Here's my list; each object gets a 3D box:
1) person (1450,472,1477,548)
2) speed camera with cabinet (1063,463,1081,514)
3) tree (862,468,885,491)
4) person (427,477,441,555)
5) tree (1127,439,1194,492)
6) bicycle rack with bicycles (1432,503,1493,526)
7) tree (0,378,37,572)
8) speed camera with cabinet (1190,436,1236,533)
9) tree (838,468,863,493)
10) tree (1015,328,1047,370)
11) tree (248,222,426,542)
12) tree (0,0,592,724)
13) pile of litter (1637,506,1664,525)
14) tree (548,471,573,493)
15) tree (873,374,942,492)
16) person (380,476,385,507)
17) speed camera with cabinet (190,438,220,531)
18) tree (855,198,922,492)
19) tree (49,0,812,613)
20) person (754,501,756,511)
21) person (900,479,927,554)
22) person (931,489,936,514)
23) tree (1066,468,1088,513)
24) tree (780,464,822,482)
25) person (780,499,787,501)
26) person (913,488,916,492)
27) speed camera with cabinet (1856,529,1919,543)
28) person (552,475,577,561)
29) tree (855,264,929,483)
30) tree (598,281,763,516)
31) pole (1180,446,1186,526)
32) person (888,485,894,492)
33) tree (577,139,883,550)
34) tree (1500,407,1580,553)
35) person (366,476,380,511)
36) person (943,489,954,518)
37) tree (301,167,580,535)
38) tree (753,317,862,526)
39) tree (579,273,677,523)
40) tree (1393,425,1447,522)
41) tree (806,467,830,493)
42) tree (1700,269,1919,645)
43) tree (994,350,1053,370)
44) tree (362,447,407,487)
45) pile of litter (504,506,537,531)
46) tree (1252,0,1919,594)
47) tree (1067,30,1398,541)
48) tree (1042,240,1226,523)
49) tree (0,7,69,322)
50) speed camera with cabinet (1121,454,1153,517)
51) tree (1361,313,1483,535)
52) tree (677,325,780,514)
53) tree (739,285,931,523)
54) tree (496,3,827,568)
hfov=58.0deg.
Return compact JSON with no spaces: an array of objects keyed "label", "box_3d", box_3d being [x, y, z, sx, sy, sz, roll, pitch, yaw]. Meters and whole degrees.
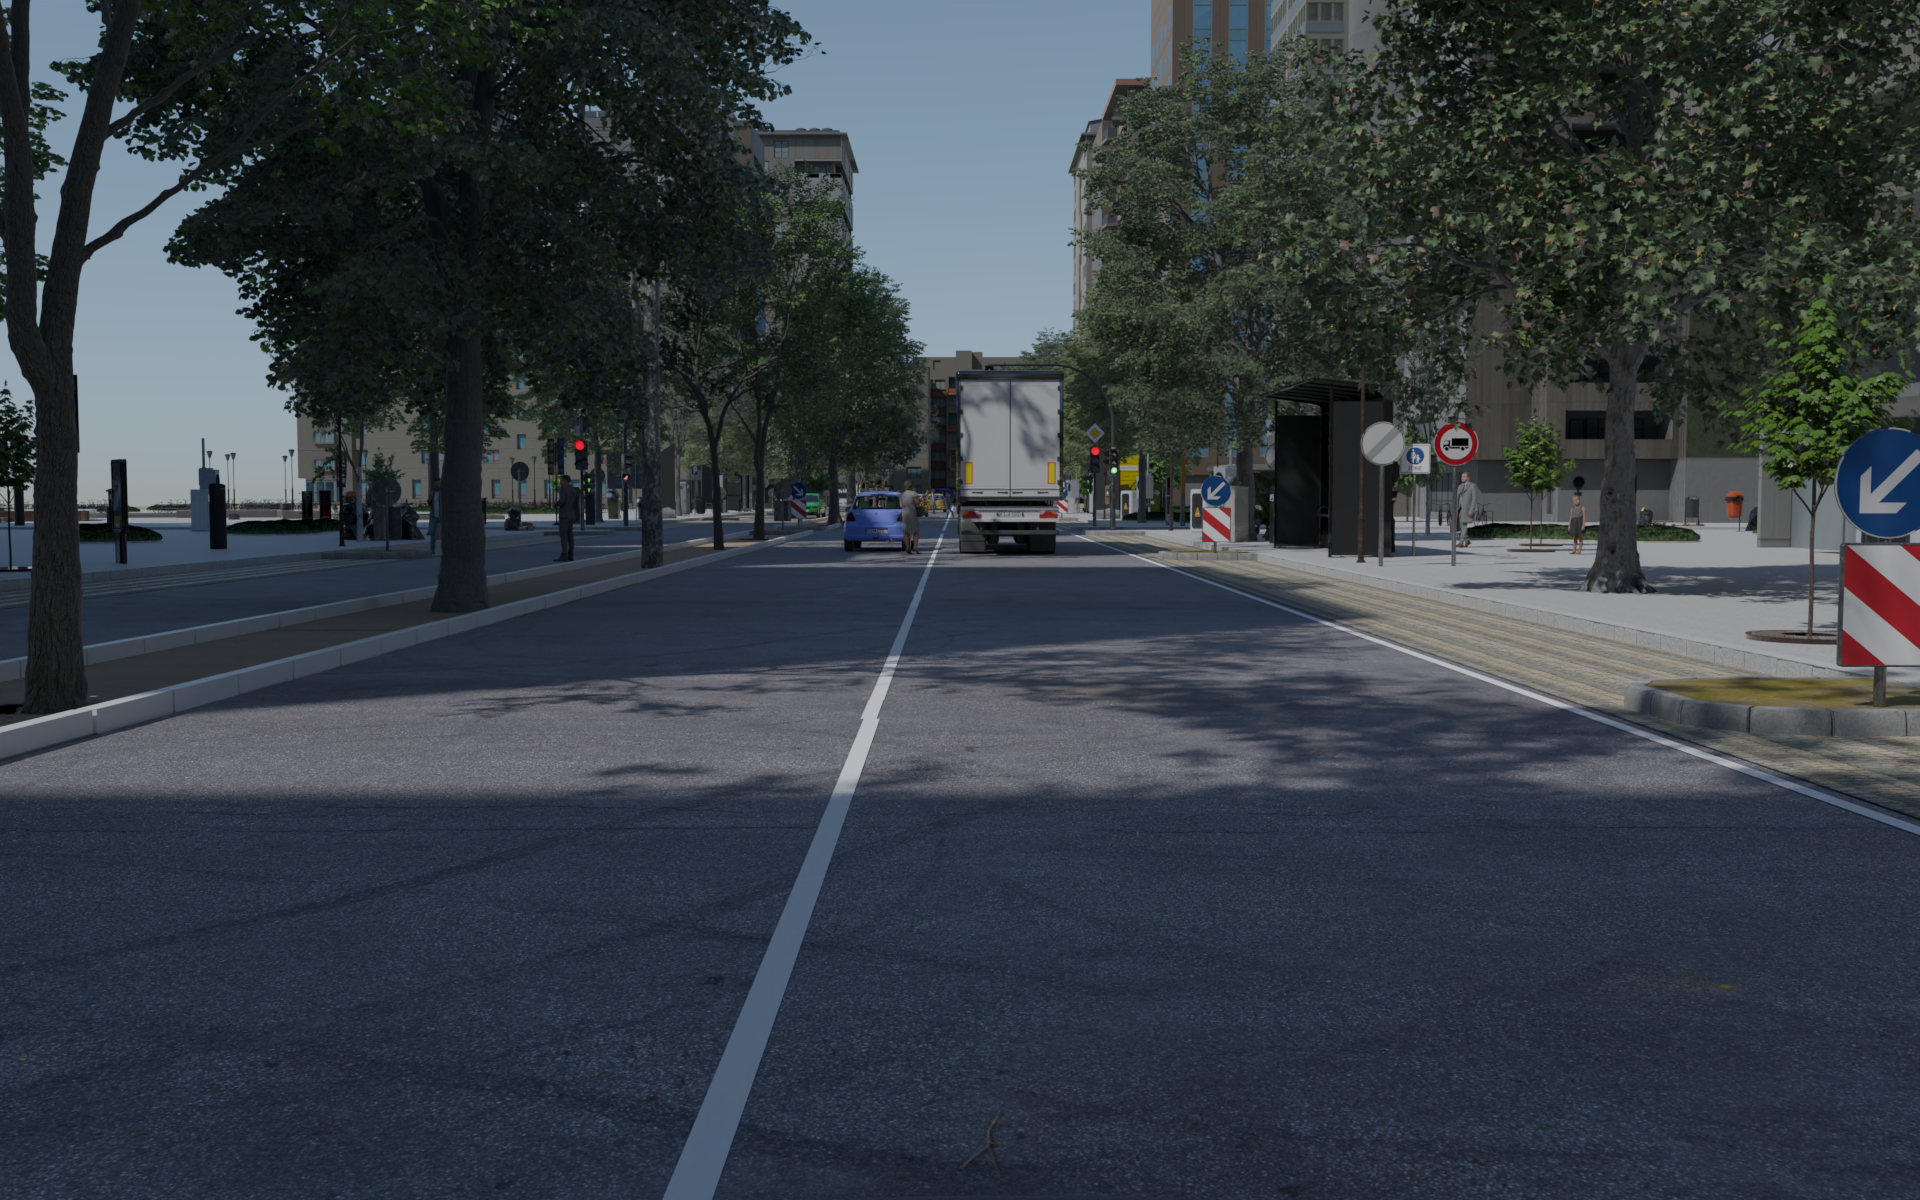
[{"label":"person","box_3d":[12.045,-2.160,41.462,0.767,1.812,0.694,-2,4,-30]},{"label":"speed camera with cabinet","box_3d":[7.196,-7.213,112.266,0.660,3.252,2.038,-1,4,-11]},{"label":"tree","box_3d":[-6.184,-9.305,104.958,4.737,8.622,4.395,0,3,0]},{"label":"person","box_3d":[-12.032,-1.935,40.128,0.794,1.824,0.713,3,4,38]},{"label":"tree","box_3d":[10.845,-6.993,98.049,4.285,4.588,4.351,0,3,0]},{"label":"bicycle rack with bicycles","box_3d":[20.119,-3.420,69.293,2.852,0.926,2.925,2,4,26]},{"label":"tree","box_3d":[-15.793,-2.102,28.962,1.663,3.219,1.824,0,3,0]},{"label":"speed camera with cabinet","box_3d":[8.396,-3.847,57.228,0.660,3.252,2.038,-2,4,-25]},{"label":"tree","box_3d":[-6.490,-9.720,111.746,4.360,8.622,3.978,0,3,0]},{"label":"tree","box_3d":[7.205,-13.598,128.985,9.857,13.997,8.962,0,3,0]},{"label":"tree","box_3d":[-16.253,-5.849,45.997,4.360,8.622,3.978,0,3,0]},{"label":"tree","box_3d":[-5.820,-5.056,10.876,9.928,11.665,9.643,0,3,0]},{"label":"pile of litter","box_3d":[23.851,-2.786,59.520,1.176,0.858,1.719,3,5,44]},{"label":"tree","box_3d":[-28.774,-7.929,124.247,1.663,3.219,1.824,0,3,0]},{"label":"tree","box_3d":[-6.391,-13.275,129.876,12.009,13.543,11.850,0,3,0]},{"label":"person","box_3d":[-18.193,-2.964,54.316,0.447,1.846,0.655,0,4,8]},{"label":"speed camera with cabinet","box_3d":[-26.352,-4.046,60.483,0.660,3.252,2.038,-1,4,-12]},{"label":"tree","box_3d":[-6.112,-7.641,53.140,9.928,11.665,9.643,0,3,0]},{"label":"tree","box_3d":[-6.091,-6.830,20.777,9.857,13.997,8.962,0,3,0]},{"label":"person","box_3d":[-13.060,-6.339,112.237,0.694,1.812,0.767,2,4,32]},{"label":"person","box_3d":[-1.069,-1.989,41.384,0.716,1.782,0.532,2,4,33]},{"label":"person","box_3d":[-1.912,-7.231,126.741,0.388,1.821,0.555,-1,4,-10]},{"label":"tree","box_3d":[8.059,-7.598,118.824,1.663,3.219,1.824,0,3,0]},{"label":"tree","box_3d":[-16.671,-13.652,141.335,7.486,12.596,7.792,0,3,0]},{"label":"person","box_3d":[-10.978,-6.144,108.834,0.818,1.842,0.514,-1,4,-12]},{"label":"person","box_3d":[-3.103,-6.636,117.096,0.616,1.811,0.778,3,5,43]},{"label":"speed camera with cabinet","box_3d":[7.449,-1.129,12.788,0.660,3.252,2.038,0,4,-2]},{"label":"person","box_3d":[-8.490,-1.757,37.027,0.447,1.846,0.655,1,4,15]},{"label":"tree","box_3d":[-6.147,-11.466,96.579,9.857,13.997,8.962,0,3,0]},{"label":"tree","box_3d":[-16.339,-11.599,100.006,12.009,13.543,11.850,0,3,0]},{"label":"pole","box_3d":[8.963,-4.636,69.645,0.158,3.312,0.155,0,3,0]},{"label":"person","box_3d":[-2.981,-4.045,74.812,0.419,1.800,0.721,-1,4,-18]},{"label":"tree","box_3d":[-6.110,-6.557,44.082,8.767,10.594,7.601,0,3,0]},{"label":"tree","box_3d":[12.826,-2.679,38.401,1.663,3.219,1.824,0,3,0]},{"label":"person","box_3d":[-17.594,-2.812,52.117,0.850,1.850,0.679,-1,4,-18]},{"label":"person","box_3d":[-0.694,-5.811,104.348,0.643,1.720,0.563,2,4,34]},{"label":"tree","box_3d":[-16.625,-8.307,53.953,7.486,12.596,7.792,0,3,0]},{"label":"tree","box_3d":[-6.391,-7.142,69.586,4.737,8.622,4.395,0,3,0]},{"label":"tree","box_3d":[-16.651,-9.744,77.438,7.486,12.596,7.792,0,3,0]},{"label":"tree","box_3d":[20.597,-5.882,79.886,4.285,4.588,4.351,0,3,0]},{"label":"tree","box_3d":[-16.280,-13.224,199.920,4.285,4.588,4.351,0,3,0]},{"label":"tree","box_3d":[7.460,-1.248,15.000,1.663,3.219,1.824,0,3,0]},{"label":"tree","box_3d":[9.025,-22.269,219.981,12.611,20.169,13.585,0,3,0]},{"label":"tree","box_3d":[-23.684,-4.648,70.591,1.663,3.219,1.824,0,3,0]},{"label":"pile of litter","box_3d":[-15.430,-2.874,60.949,1.176,0.858,1.719,1,4,18]},{"label":"tree","box_3d":[8.609,-6.437,22.247,9.611,12.733,9.660,0,3,0]},{"label":"tree","box_3d":[7.690,-8.582,46.978,9.857,13.997,8.962,0,3,0]},{"label":"tree","box_3d":[7.770,-9.735,77.295,7.486,12.596,7.792,0,3,0]},{"label":"tree","box_3d":[-15.649,-6.347,21.901,7.486,12.596,7.792,0,3,0]},{"label":"speed camera with cabinet","box_3d":[8.694,-5.555,85.163,0.660,3.252,2.038,-2,4,-29]},{"label":"tree","box_3d":[14.559,-6.367,54.465,4.360,8.622,3.978,0,3,0]},{"label":"tree","box_3d":[-16.431,-11.911,112.866,7.486,12.596,7.792,0,3,0]},{"label":"tree","box_3d":[-6.292,-10.230,86.732,9.611,12.733,9.660,0,3,0]},{"label":"tree","box_3d":[-7.141,-10.719,33.601,12.611,20.169,13.585,0,3,0]}]
